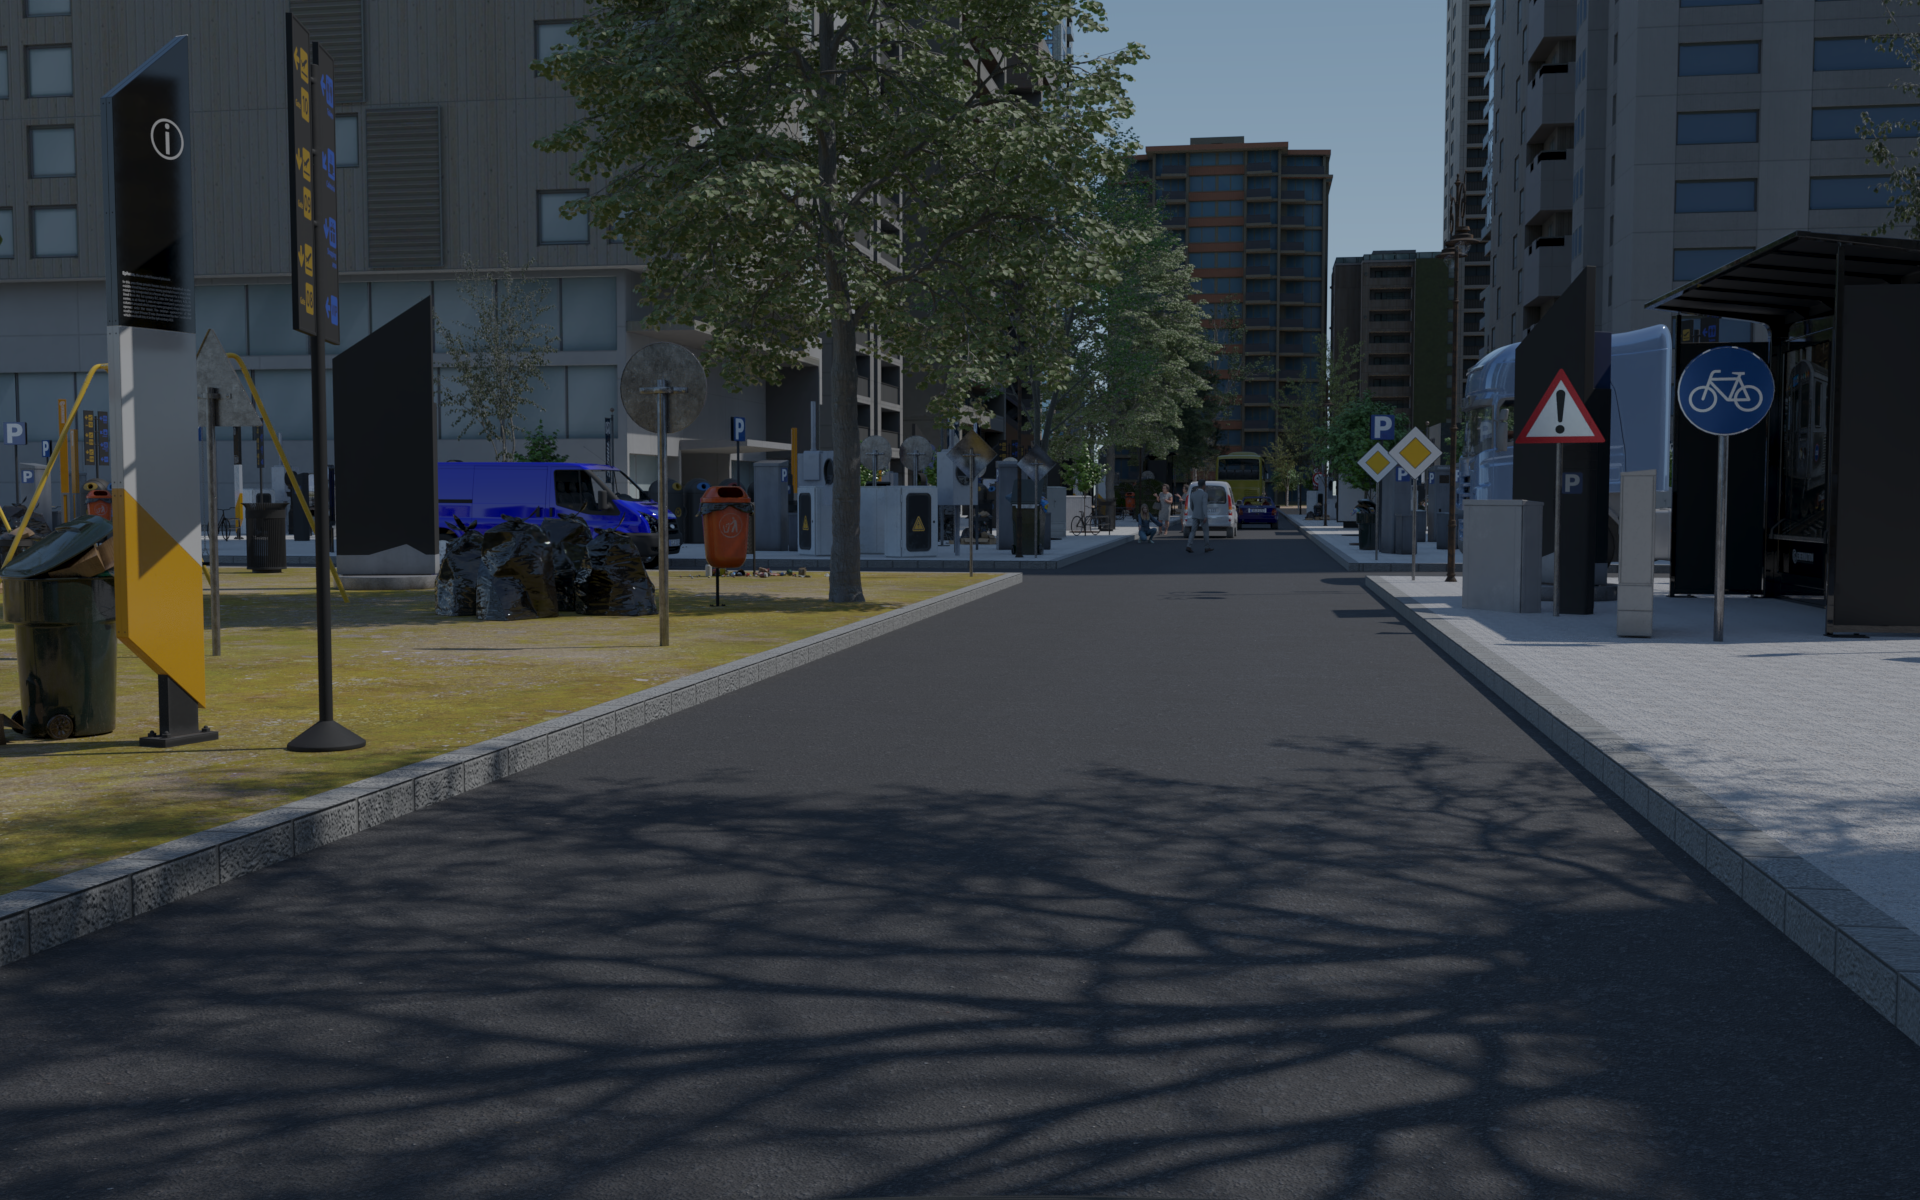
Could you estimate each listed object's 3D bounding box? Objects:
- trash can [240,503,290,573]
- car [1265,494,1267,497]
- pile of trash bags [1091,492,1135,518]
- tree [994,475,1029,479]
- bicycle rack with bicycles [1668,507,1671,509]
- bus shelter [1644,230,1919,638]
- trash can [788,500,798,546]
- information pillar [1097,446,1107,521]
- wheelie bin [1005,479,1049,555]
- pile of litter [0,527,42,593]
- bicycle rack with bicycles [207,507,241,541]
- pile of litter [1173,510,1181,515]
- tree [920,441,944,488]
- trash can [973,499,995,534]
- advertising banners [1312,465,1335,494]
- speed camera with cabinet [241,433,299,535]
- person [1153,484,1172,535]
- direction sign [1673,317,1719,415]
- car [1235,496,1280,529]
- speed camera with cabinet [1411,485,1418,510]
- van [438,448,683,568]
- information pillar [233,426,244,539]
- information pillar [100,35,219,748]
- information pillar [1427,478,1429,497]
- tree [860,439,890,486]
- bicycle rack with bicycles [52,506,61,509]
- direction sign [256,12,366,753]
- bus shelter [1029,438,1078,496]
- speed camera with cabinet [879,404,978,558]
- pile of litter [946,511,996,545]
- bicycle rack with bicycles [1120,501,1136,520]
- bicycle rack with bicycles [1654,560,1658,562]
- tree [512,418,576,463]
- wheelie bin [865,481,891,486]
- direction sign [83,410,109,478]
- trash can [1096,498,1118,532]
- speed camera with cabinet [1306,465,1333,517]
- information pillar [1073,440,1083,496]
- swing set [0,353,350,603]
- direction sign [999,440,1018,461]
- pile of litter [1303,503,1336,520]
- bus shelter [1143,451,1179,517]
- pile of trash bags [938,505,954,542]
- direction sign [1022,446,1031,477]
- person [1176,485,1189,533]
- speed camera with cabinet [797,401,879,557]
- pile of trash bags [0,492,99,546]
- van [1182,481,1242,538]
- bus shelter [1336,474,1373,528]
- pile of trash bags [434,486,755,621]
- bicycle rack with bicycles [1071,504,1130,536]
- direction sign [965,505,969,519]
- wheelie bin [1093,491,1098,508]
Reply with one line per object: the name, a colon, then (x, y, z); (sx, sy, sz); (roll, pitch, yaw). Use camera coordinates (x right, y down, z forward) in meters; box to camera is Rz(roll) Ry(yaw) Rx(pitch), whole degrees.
trash can: (-11.305, -1.013, 28.215); (0.748, 1.137, 0.748); (0, 3, 0)
car: (19.752, -6.666, 117.667); (2.281, 1.827, 5.304); (0, 4, 8)
pile of trash bags: (7.752, -5.023, 91.877); (3.447, 1.369, 1.912); (2, 4, 28)
tree: (2.574, -5.424, 83.289); (1.663, 3.219, 1.824); (0, 3, 0)
bicycle rack with bicycles: (18.628, -2.050, 46.906); (2.925, 0.926, 2.852); (2, 4, 35)
bus shelter: (8.806, -1.657, 18.382); (1.731, 3.624, 6.357); (1, 4, 10)
trash can: (-3.767, -1.801, 41.102); (0.748, 1.137, 0.748); (0, 3, 0)
information pillar: (6.423, -5.298, 77.977); (0.504, 3.616, 0.183); (-2, 4, -31)
wheelie bin: (1.433, -1.758, 36.644); (0.980, 1.594, 0.693); (1, 4, 16)
pile of litter: (-12.442, -0.533, 22.678); (1.719, 0.858, 1.176); (1, 4, 11)
bicycle rack with bicycles: (-21.042, -2.085, 47.476); (2.852, 0.926, 2.925); (-1, 4, -11)
pile of litter: (13.304, -5.790, 108.637); (1.176, 0.858, 1.719); (1, 4, 20)
tree: (-0.553, -4.115, 61.879); (1.663, 3.219, 1.824); (0, 3, 0)
trash can: (0.577, -2.162, 46.994); (0.748, 1.137, 0.748); (0, 3, 0)
advertising banners: (21.740, -6.485, 102.225); (2.074, 3.025, 0.090); (1, 4, 21)
speed camera with cabinet: (-22.026, -3.727, 55.277); (0.660, 3.252, 2.038); (1, 4, 23)
person: (6.992, -3.136, 60.127); (0.716, 1.782, 0.532); (2, 4, 31)
direction sign: (9.506, -1.862, 22.442); (0.379, 3.537, 0.876); (-1, 4, -12)
car: (12.241, -3.604, 71.499); (1.945, 1.354, 3.894); (1, 4, 9)
speed camera with cabinet: (18.677, -4.770, 72.327); (0.660, 3.252, 2.038); (2, 4, 24)
van: (-7.919, -1.750, 32.992); (5.245, 2.365, 2.240); (1, 4, 11)
information pillar: (-20.449, -3.529, 49.058); (0.183, 3.616, 0.504); (-3, 4, -38)
information pillar: (-4.059, -1.064, 8.748); (0.183, 3.616, 0.504); (2, 4, 24)
information pillar: (21.176, -4.505, 78.152); (0.304, 2.012, 0.304); (1, 4, 22)
tree: (-3.560, -4.085, 61.394); (1.663, 3.219, 1.824); (0, 3, 0)
bicycle rack with bicycles: (-52.989, -5.197, 98.350); (2.925, 0.926, 2.852); (-1, 4, -17)
direction sign: (-3.209, -1.020, 8.669); (0.379, 3.537, 0.876); (0, 4, -8)
bus shelter: (4.174, -5.063, 74.059); (1.731, 3.624, 6.357); (1, 4, 9)
speed camera with cabinet: (-0.576, -2.506, 35.303); (2.038, 3.252, 0.660); (-3, 5, -40)
pile of litter: (0.473, -1.851, 44.226); (1.719, 0.858, 1.176); (3, 4, 37)
bicycle rack with bicycles: (7.379, -4.424, 85.716); (2.925, 0.926, 2.852); (1, 4, 23)
bicycle rack with bicycles: (12.142, -1.228, 33.461); (2.925, 0.926, 2.852); (2, 4, 30)
tree: (-10.544, -3.025, 44.057); (1.663, 3.219, 1.824); (0, 3, 0)
wheelie bin: (-2.022, -2.180, 43.545); (0.980, 1.594, 0.693); (-1, 4, -19)
direction sign: (-23.514, -3.377, 47.212); (0.379, 3.537, 0.876); (1, 4, 15)
trash can: (5.042, -2.927, 59.502); (0.748, 1.137, 0.748); (0, 3, 0)
speed camera with cabinet: (18.637, -5.828, 89.617); (0.660, 3.252, 2.038); (3, 4, 37)
information pillar: (4.790, -4.819, 70.143); (0.504, 3.616, 0.183); (-3, 5, -43)
swing set: (-9.098, -1.369, 20.005); (3.119, 2.851, 2.862); (3, 4, 36)
direction sign: (2.051, -4.920, 72.442); (0.876, 3.537, 0.379); (0, 4, 2)
pile of litter: (17.648, -4.337, 84.872); (1.719, 0.858, 1.176); (1, 4, 10)
bus shelter: (11.422, -6.539, 98.197); (1.731, 3.624, 6.357); (1, 4, 10)
pile of trash bags: (-1.007, -2.330, 47.841); (1.912, 1.369, 3.447); (0, 4, -8)
direction sign: (3.070, -5.438, 80.906); (0.876, 3.537, 0.379); (0, 4, 3)
person: (8.214, -3.366, 63.894); (0.532, 1.782, 0.716); (-1, 4, -16)
speed camera with cabinet: (-2.421, -2.613, 37.053); (2.038, 3.252, 0.660); (1, 4, 16)
pile of trash bags: (-21.226, -1.827, 39.631); (3.447, 1.369, 1.912); (-3, 4, -37)
van: (8.357, -3.098, 57.671); (2.013, 2.044, 4.112); (1, 4, 11)
bus shelter: (14.624, -4.226, 63.025); (2.014, 3.302, 5.546); (1, 4, 10)
pile of trash bags: (-3.880, -0.558, 18.870); (3.447, 1.369, 1.912); (-2, 4, -29)
bicycle rack with bicycles: (3.287, -2.474, 53.828); (2.852, 0.926, 2.925); (2, 4, 31)
direction sign: (0.441, -6.041, 90.763); (0.379, 3.537, 0.876); (-1, 4, -12)
wheelie bin: (7.286, -4.995, 89.583); (0.693, 1.594, 0.980); (-1, 4, -10)
